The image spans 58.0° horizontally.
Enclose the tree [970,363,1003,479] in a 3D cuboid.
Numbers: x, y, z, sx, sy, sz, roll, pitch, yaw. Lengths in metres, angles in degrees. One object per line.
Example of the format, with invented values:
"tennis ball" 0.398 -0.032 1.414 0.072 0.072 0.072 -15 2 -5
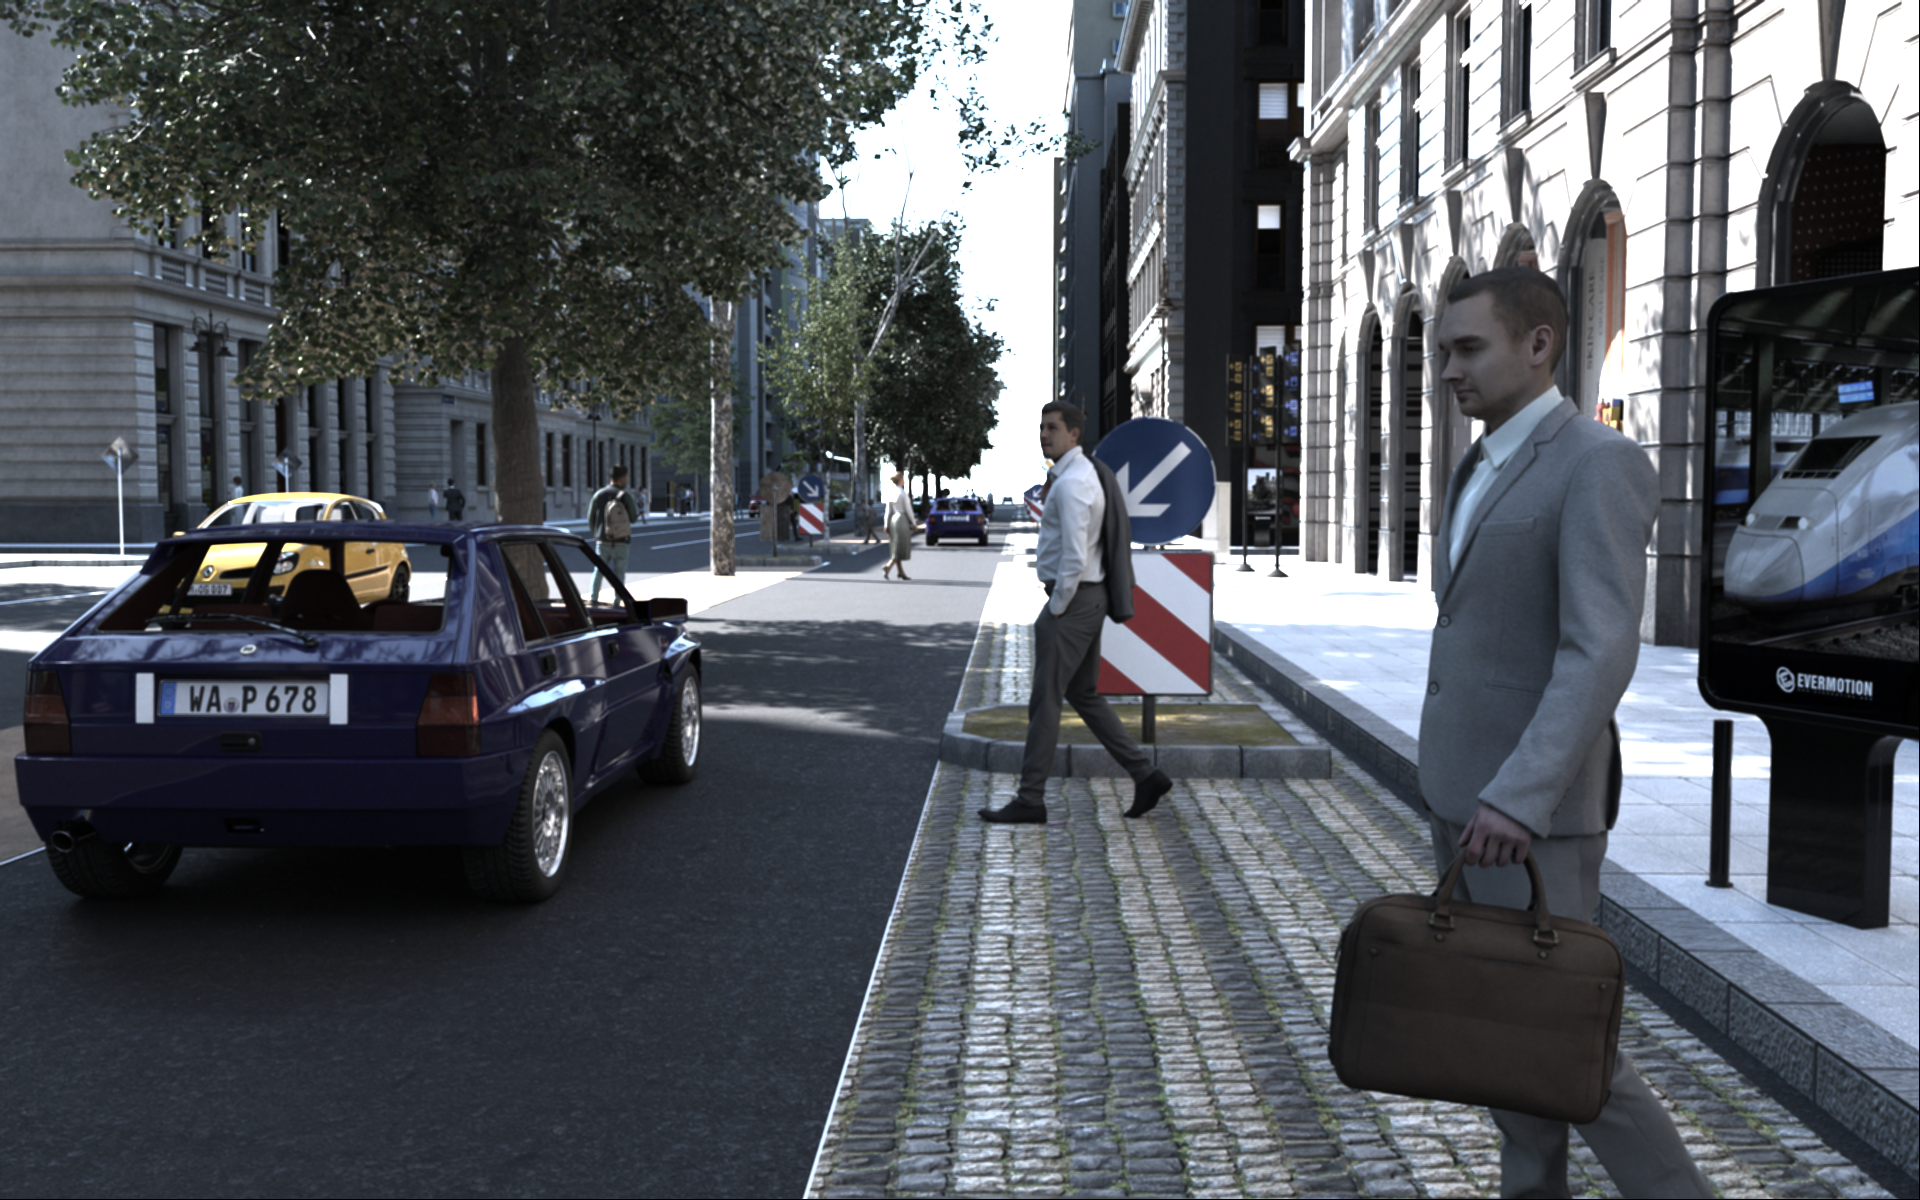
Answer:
"tree" -1.369 -12.455 112.744 9.857 13.997 8.962 0 3 0

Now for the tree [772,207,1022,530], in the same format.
"tree" -2.354 -9.112 68.444 9.611 12.733 9.660 0 3 0

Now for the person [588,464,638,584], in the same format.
"person" -4.095 -0.709 20.446 0.623 1.781 0.721 0 4 -1

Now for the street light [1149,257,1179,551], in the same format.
"street light" 3.982 -3.742 33.975 0.468 5.910 1.993 0 4 2

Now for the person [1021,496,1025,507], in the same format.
"person" 6.740 -10.423 182.145 0.991 1.433 0.599 0 4 -7

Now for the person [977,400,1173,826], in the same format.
"person" 0.504 0.065 7.535 0.850 1.850 0.679 0 4 5

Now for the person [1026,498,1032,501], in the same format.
"person" 5.230 -7.314 128.095 0.705 1.822 1.348 2 4 27

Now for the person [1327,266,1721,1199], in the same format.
"person" 0.945 0.349 2.915 0.853 1.813 0.709 -1 4 -12

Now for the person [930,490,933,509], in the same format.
"person" -2.798 -9.720 167.433 0.705 1.822 1.348 1 4 9

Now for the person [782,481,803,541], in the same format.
"person" -5.134 -2.714 52.653 0.755 1.850 0.659 2 4 29

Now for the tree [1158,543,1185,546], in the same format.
"tree" 4.965 -2.968 43.129 1.663 3.219 1.824 0 3 0

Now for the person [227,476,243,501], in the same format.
"person" -19.303 -2.415 46.096 0.524 1.755 0.480 0 4 -4

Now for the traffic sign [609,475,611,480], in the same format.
"traffic sign" -16.983 -5.238 85.750 0.768 2.556 0.104 0 4 5

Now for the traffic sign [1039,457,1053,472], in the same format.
"traffic sign" 2.338 -2.460 42.417 0.795 2.593 0.064 0 4 2

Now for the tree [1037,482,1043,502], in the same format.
"tree" 12.474 -16.835 269.857 1.663 3.219 1.824 0 3 0

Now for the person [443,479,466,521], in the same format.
"person" -15.424 -2.749 52.811 0.648 1.900 0.474 -2 4 -29

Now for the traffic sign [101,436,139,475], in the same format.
"traffic sign" -17.020 -2.014 35.115 0.795 2.593 0.064 0 4 2

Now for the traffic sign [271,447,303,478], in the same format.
"traffic sign" -16.744 -2.502 43.096 0.795 2.593 0.064 0 4 2

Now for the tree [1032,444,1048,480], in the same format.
"tree" 10.769 -15.329 200.994 4.737 8.622 4.395 0 3 0

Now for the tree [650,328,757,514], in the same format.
"tree" -17.215 -11.968 113.804 7.486 12.596 7.792 0 3 0

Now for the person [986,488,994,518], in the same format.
"person" 1.809 -5.751 102.748 0.478 1.798 0.641 1 4 23

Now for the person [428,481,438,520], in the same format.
"person" -19.027 -3.397 62.260 0.731 1.740 0.598 3 5 42

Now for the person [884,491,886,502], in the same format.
"person" -11.614 -16.069 269.457 0.721 1.739 1.217 1 4 11

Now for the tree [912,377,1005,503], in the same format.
"tree" -1.225 -11.194 103.599 7.486 12.596 7.792 0 3 0

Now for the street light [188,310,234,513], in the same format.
"street light" -18.787 -4.330 43.591 0.468 5.910 1.993 0 4 2

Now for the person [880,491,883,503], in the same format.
"person" -11.731 -15.313 256.933 0.721 1.766 1.217 -2 4 -35

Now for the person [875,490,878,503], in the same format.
"person" -11.859 -14.797 247.986 0.705 1.822 1.348 -1 4 -14

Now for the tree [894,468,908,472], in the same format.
"tree" -11.004 -21.428 276.094 9.928 11.665 9.643 0 3 0

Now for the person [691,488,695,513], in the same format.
"person" -17.725 -6.591 114.637 0.643 1.720 0.563 -2 4 -32

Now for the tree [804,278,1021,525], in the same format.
"tree" -2.347 -10.299 81.219 12.009 13.543 11.850 0 3 0

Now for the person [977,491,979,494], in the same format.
"person" 2.575 -14.398 243.916 1.348 1.823 0.705 0 4 -3

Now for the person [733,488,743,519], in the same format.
"person" -12.738 -5.529 99.243 0.623 1.781 0.721 1 4 11

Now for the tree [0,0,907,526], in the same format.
"tree" -4.557 -6.635 17.587 9.857 13.997 8.962 0 3 0

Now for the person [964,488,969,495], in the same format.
"person" 0.350 -6.497 114.752 0.620 1.820 0.660 0 4 0

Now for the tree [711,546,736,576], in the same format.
"tree" -2.941 -10.417 28.662 12.611 20.169 13.585 0 3 0

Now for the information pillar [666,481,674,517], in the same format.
"information pillar" -16.386 -5.714 97.921 0.304 2.012 0.304 2 4 34

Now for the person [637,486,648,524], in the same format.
"person" -15.154 -4.490 82.010 0.778 1.811 0.616 0 4 -1

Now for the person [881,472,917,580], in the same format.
"person" -1.052 -1.227 28.792 0.641 1.798 0.478 -2 4 -35

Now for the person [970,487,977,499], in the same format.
"person" 0.865 -5.681 101.401 0.620 1.820 0.660 -2 4 -24

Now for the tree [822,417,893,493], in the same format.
"tree" -14.180 -16.450 194.717 9.928 11.665 9.643 0 3 0

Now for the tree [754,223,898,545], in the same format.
"tree" -3.640 -5.751 46.844 4.737 8.622 4.395 0 3 0

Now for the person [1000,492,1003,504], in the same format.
"person" 6.305 -15.503 262.763 1.217 1.735 0.721 -3 4 -39

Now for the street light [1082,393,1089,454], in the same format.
"street light" 5.638 -6.498 79.031 0.468 5.910 1.993 0 4 2

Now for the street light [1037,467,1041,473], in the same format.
"street light" 12.405 -18.528 275.724 0.468 5.910 1.993 0 4 2

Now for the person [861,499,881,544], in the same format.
"person" -2.529 -2.212 48.944 0.640 1.303 0.475 1 4 19

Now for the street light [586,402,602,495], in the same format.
"street light" -17.327 -6.690 82.172 0.468 5.910 1.993 0 4 2

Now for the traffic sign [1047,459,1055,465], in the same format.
"traffic sign" 2.062 -1.972 34.437 0.795 2.593 0.064 0 4 2

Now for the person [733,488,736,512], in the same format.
"person" -16.375 -7.321 126.476 0.721 1.736 1.217 -1 4 -17
